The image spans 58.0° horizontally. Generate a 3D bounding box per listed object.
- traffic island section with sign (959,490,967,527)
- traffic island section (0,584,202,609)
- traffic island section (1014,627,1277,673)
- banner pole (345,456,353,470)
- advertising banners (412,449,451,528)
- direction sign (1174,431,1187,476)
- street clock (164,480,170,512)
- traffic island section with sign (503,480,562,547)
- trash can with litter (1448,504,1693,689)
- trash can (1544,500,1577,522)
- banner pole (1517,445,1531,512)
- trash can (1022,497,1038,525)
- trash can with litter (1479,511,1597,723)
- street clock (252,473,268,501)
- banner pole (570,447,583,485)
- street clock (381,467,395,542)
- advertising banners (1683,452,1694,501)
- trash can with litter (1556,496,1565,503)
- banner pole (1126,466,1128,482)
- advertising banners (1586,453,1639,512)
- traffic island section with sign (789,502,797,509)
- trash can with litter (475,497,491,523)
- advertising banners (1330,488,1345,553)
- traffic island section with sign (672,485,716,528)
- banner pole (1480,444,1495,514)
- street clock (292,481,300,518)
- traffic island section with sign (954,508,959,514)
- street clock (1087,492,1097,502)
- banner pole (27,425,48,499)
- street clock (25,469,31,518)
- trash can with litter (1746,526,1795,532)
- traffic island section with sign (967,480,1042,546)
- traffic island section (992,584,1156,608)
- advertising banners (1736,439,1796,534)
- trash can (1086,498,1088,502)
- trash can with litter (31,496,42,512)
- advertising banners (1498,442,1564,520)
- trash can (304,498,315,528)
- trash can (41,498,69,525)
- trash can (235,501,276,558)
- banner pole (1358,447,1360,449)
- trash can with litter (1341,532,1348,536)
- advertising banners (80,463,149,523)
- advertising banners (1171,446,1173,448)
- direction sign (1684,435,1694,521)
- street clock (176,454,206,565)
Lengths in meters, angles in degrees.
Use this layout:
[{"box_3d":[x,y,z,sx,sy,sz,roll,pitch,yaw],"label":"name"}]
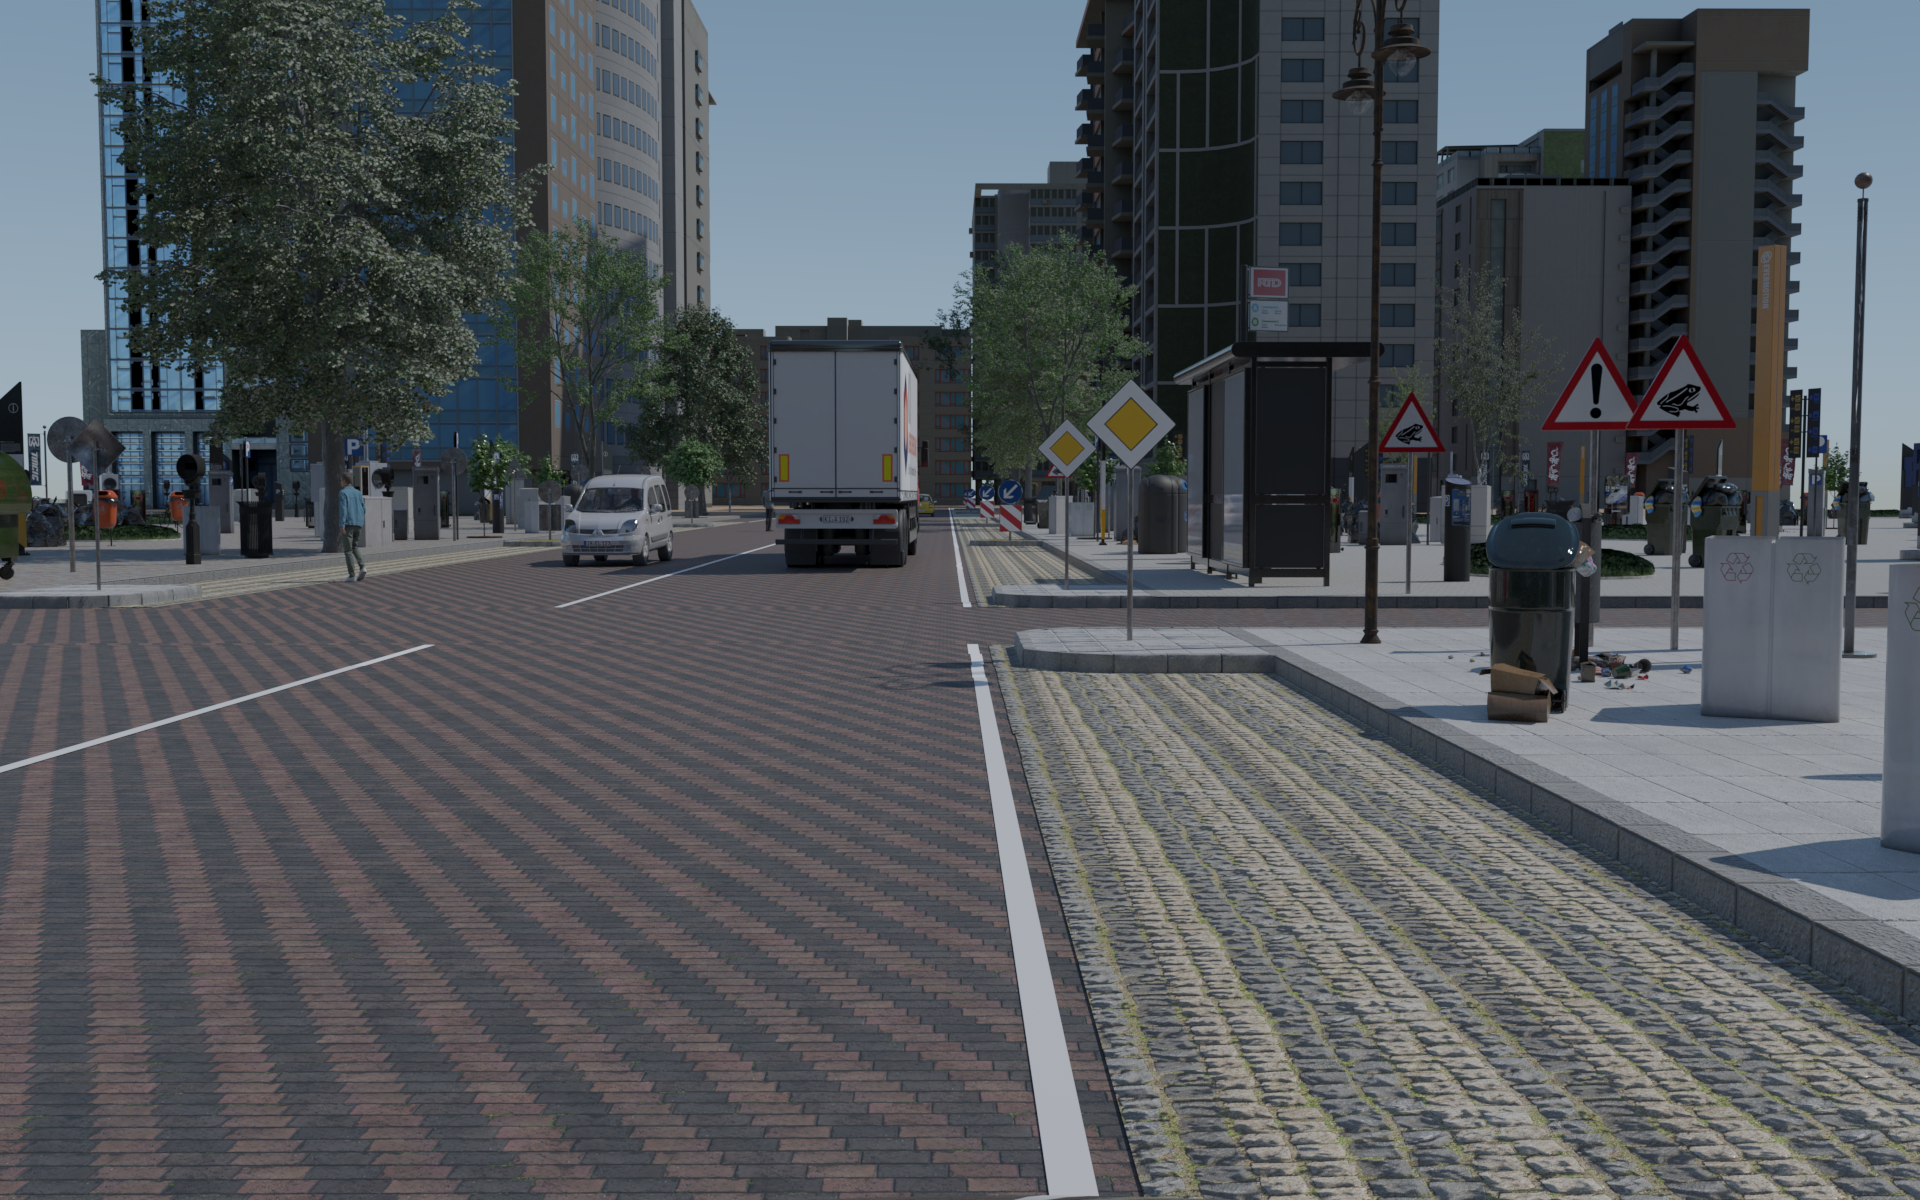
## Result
[{"box_3d":[1.058,-4.102,75.688,1.989,1.847,2.006,0,4,0],"label":"traffic island section with sign"},{"box_3d":[-11.494,-0.049,23.080,2.009,0.180,2.903,0,4,0],"label":"traffic island section"},{"box_3d":[1.507,0.434,15.188,2.009,0.180,2.903,0,4,0],"label":"traffic island section"},{"box_3d":[-31.833,-6.120,90.077,0.863,3.779,0.401,-2,4,-23],"label":"banner pole"},{"box_3d":[-20.330,-4.305,66.578,2.074,3.025,0.090,2,4,32],"label":"advertising banners"},{"box_3d":[8.116,-4.302,62.341,0.876,3.537,0.379,0,4,-2],"label":"direction sign"},{"box_3d":[-40.454,-5.126,88.377,0.358,2.002,0.471,-1,4,-14],"label":"street clock"},{"box_3d":[-11.355,-2.389,47.685,1.989,1.847,2.006,0,4,0],"label":"traffic island section with sign"},{"box_3d":[4.394,-0.085,12.449,1.678,1.210,2.233,1,4,15],"label":"trash can with litter"},{"box_3d":[14.369,-1.826,41.505,0.748,1.137,0.748,0,3,0],"label":"trash can"},{"box_3d":[28.481,-5.973,87.677,0.401,3.779,0.863,-3,5,-39],"label":"banner pole"},{"box_3d":[2.971,-3.726,72.568,0.748,1.137,0.748,0,3,0],"label":"trash can"},{"box_3d":[3.368,0.079,10.093,0.624,1.170,1.055,1,4,21],"label":"trash can with litter"},{"box_3d":[-27.384,-3.862,67.707,0.471,2.002,0.358,-2,4,-29],"label":"street clock"},{"box_3d":[-20.013,-6.161,90.745,0.863,3.779,0.401,-2,4,-34],"label":"banner pole"},{"box_3d":[-15.322,-2.559,46.411,0.358,2.002,0.471,0,4,-2],"label":"street clock"},{"box_3d":[30.186,-4.633,71.930,0.090,3.025,2.074,1,4,9],"label":"advertising banners"},{"box_3d":[31.219,-4.762,89.246,0.624,1.170,1.055,-3,5,-41],"label":"trash can with litter"},{"box_3d":[4.493,-3.417,45.884,0.401,3.779,0.863,1,4,18],"label":"banner pole"},{"box_3d":[27.623,-4.719,73.351,2.074,3.025,0.090,1,4,15],"label":"advertising banners"},{"box_3d":[-11.950,-7.108,124.839,1.989,1.847,2.006,0,4,0],"label":"traffic island section with sign"},{"box_3d":[-20.854,-3.983,76.512,0.624,1.170,1.055,2,4,29],"label":"trash can with litter"},{"box_3d":[7.533,-2.501,37.087,2.074,3.025,0.090,-3,4,-38],"label":"advertising banners"},{"box_3d":[-11.561,-4.037,74.640,1.989,1.847,2.006,0,4,0],"label":"traffic island section with sign"},{"box_3d":[26.510,-5.930,86.977,0.863,3.779,0.401,1,4,19],"label":"banner pole"},{"box_3d":[-36.235,-5.506,94.600,0.358,2.002,0.471,0,4,4],"label":"street clock"},{"box_3d":[0.682,-7.119,125.021,1.989,1.847,2.006,0,4,0],"label":"traffic island section with sign"},{"box_3d":[4.299,-3.167,56.350,0.358,2.002,0.471,-3,4,-37],"label":"street clock"},{"box_3d":[-33.452,-4.461,62.954,0.401,3.779,0.863,3,4,36],"label":"banner pole"},{"box_3d":[-27.337,-2.812,50.548,0.358,2.002,0.471,0,3,0],"label":"street clock"},{"box_3d":[27.643,-2.931,58.979,1.678,1.210,2.233,1,4,19],"label":"trash can with litter"},{"box_3d":[1.269,-2.422,48.223,1.989,1.847,2.006,0,4,0],"label":"traffic island section with sign"},{"box_3d":[1.447,-0.055,23.173,2.009,0.180,2.903,0,4,0],"label":"traffic island section"},{"box_3d":[25.752,-3.628,55.512,2.074,3.025,0.090,3,5,43],"label":"advertising banners"},{"box_3d":[5.077,-3.268,65.078,0.748,1.137,0.748,0,3,0],"label":"trash can"},{"box_3d":[-31.040,-2.919,58.786,1.678,1.210,2.233,0,4,-2],"label":"trash can with litter"},{"box_3d":[19.282,-3.813,58.527,2.074,3.025,0.090,2,4,27],"label":"advertising banners"},{"box_3d":[-24.203,-3.256,64.893,0.748,1.137,0.748,0,3,0],"label":"trash can"},{"box_3d":[-26.228,-2.369,50.385,0.748,1.137,0.748,0,3,0],"label":"trash can"},{"box_3d":[-14.088,-1.408,34.668,0.748,1.137,0.748,0,3,0],"label":"trash can"},{"box_3d":[21.523,-6.281,92.705,0.863,3.779,0.401,-2,4,-25],"label":"banner pole"},{"box_3d":[11.090,-2.588,53.366,2.233,1.210,1.678,0,4,5],"label":"trash can with litter"},{"box_3d":[-27.236,-3.639,55.681,2.074,3.025,0.090,-2,4,-32],"label":"advertising banners"},{"box_3d":[7.276,-4.099,63.205,2.074,3.025,0.090,-2,4,-34],"label":"advertising banners"},{"box_3d":[28.172,-4.589,67.019,0.379,3.537,0.876,0,4,3],"label":"direction sign"},{"box_3d":[-13.965,-1.647,31.499,0.471,2.002,0.358,1,4,17],"label":"street clock"}]
